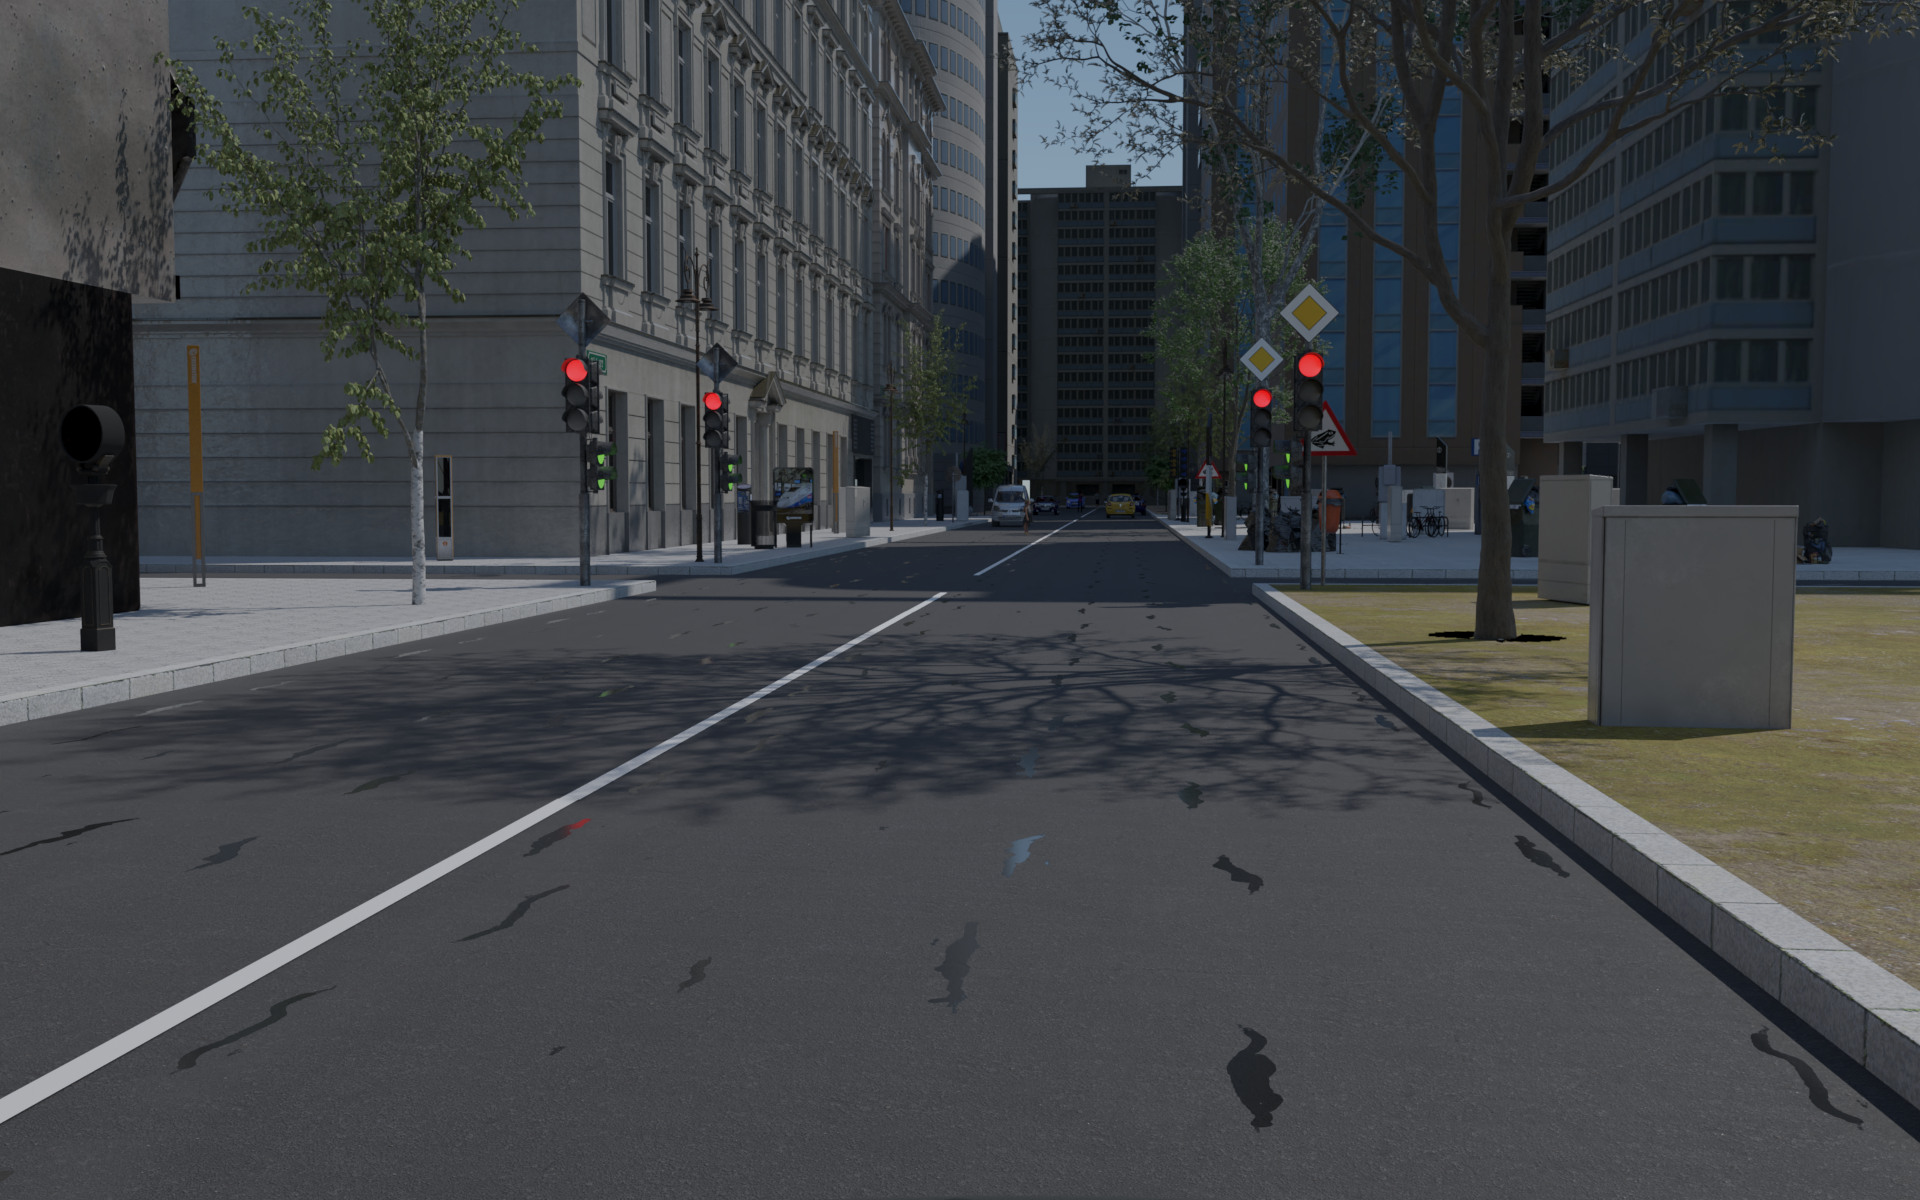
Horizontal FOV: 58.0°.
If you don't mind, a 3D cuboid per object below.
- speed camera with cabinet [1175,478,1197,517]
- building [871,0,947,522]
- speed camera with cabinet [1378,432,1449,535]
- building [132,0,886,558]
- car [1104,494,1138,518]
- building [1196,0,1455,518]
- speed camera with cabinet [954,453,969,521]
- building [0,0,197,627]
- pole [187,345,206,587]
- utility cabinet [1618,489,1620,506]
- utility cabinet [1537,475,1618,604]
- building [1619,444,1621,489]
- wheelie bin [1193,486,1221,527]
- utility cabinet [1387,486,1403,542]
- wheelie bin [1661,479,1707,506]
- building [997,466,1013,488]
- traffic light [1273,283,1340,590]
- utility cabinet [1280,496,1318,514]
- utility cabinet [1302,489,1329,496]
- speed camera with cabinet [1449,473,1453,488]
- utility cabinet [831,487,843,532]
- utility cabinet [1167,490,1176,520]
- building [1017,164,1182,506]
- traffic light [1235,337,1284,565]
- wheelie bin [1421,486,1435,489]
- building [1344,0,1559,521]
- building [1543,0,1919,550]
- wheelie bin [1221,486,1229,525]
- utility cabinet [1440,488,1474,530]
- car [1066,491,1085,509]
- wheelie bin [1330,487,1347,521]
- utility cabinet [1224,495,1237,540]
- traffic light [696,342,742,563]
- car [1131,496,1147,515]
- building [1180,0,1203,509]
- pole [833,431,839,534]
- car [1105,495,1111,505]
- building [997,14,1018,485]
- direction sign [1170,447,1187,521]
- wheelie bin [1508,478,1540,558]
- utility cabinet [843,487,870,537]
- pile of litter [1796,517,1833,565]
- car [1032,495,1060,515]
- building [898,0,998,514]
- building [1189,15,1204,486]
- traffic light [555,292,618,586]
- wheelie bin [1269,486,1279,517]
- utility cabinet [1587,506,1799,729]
[{"bbox_3d":[13.252,-6.393,98.857,0.660,3.252,2.038,-3,5,-42],"label":"speed camera with cabinet"},{"bbox_3d":[-8.674,-18.483,89.582,14.401,28.519,23.554,0,4,5],"label":"building"},{"bbox_3d":[14.328,-3.704,54.896,2.038,3.252,0.660,1,4,16],"label":"speed camera with cabinet"},{"bbox_3d":[-13.407,-17.104,56.058,17.030,29.872,44.131,0,4,5],"label":"building"},{"bbox_3d":[9.592,-5.695,103.340,2.015,1.641,3.980,0,4,6],"label":"car"},{"bbox_3d":[22.871,-28.241,111.855,14.600,45.320,14.200,0,4,5],"label":"building"},{"bbox_3d":[0.069,-5.390,82.466,0.660,3.252,2.038,0,4,-4],"label":"speed camera with cabinet"},{"bbox_3d":[-17.796,-8.969,14.097,16.811,18.784,16.820,0,4,5],"label":"building"},{"bbox_3d":[-10.522,-1.836,23.858,0.158,3.312,0.155,0,3,0],"label":"pole"},{"bbox_3d":[25.964,-3.690,69.008,0.318,1.500,1.173,-2,4,-33],"label":"utility cabinet"},{"bbox_3d":[7.252,-0.718,20.420,0.318,1.500,1.173,-1,4,-9],"label":"utility cabinet"},{"bbox_3d":[61.659,-44.422,164.556,20.611,71.187,20.563,0,4,5],"label":"building"},{"bbox_3d":[9.611,-3.662,67.779,0.980,1.594,0.693,1,4,12],"label":"wheelie bin"},{"bbox_3d":[11.673,-2.311,46.469,0.318,1.500,1.173,1,4,9],"label":"utility cabinet"},{"bbox_3d":[15.099,-1.731,36.214,0.980,1.594,0.693,-2,4,-28],"label":"wheelie bin"},{"bbox_3d":[-6.021,-43.244,145.289,20.563,71.187,20.611,0,4,5],"label":"building"},{"bbox_3d":[4.638,-2.098,23.222,0.839,4.253,0.868,0,4,5],"label":"traffic light"},{"bbox_3d":[9.237,-2.201,47.140,1.020,1.237,0.306,1,4,12],"label":"utility cabinet"},{"bbox_3d":[16.392,-4.361,79.976,1.173,1.500,0.318,2,4,30],"label":"utility cabinet"},{"bbox_3d":[19.050,-4.671,70.714,2.038,3.252,0.660,0,4,-2],"label":"speed camera with cabinet"},{"bbox_3d":[-3.735,-3.001,57.744,1.173,1.500,0.318,-3,5,-40],"label":"utility cabinet"},{"bbox_3d":[10.452,-4.699,85.501,0.318,1.500,1.173,0,4,0],"label":"utility cabinet"},{"bbox_3d":[17.591,-31.508,207.037,23.993,40.220,32.217,0,4,5],"label":"building"},{"bbox_3d":[5.388,-2.584,31.172,0.839,4.253,0.868,0,4,5],"label":"traffic light"},{"bbox_3d":[18.366,-3.686,68.178,0.980,1.594,0.693,-2,4,-28],"label":"wheelie bin"},{"bbox_3d":[23.033,-26.786,88.060,14.600,45.320,14.200,0,4,5],"label":"building"},{"bbox_3d":[30.165,-21.668,46.146,23.993,40.220,32.217,0,4,5],"label":"building"},{"bbox_3d":[10.814,-3.846,70.793,0.980,1.594,0.693,-3,4,-38],"label":"wheelie bin"},{"bbox_3d":[17.620,-3.230,61.487,1.173,1.500,0.318,3,4,39],"label":"utility cabinet"},{"bbox_3d":[11.363,-9.817,170.099,1.945,1.707,3.694,0,4,7],"label":"car"},{"bbox_3d":[17.741,-4.499,81.459,0.980,1.594,0.693,-1,4,-21],"label":"wheelie bin"},{"bbox_3d":[7.558,-2.277,48.384,0.306,1.237,1.020,0,4,5],"label":"utility cabinet"},{"bbox_3d":[-4.481,-2.640,32.084,0.839,4.253,0.868,0,4,5],"label":"traffic light"},{"bbox_3d":[11.711,-6.407,117.341,1.945,1.354,3.894,0,4,4],"label":"car"},{"bbox_3d":[31.417,-37.953,162.536,21.231,58.520,28.212,0,4,5],"label":"building"},{"bbox_3d":[-4.019,-3.805,56.054,0.158,3.312,0.155,0,3,0],"label":"pole"},{"bbox_3d":[12.882,-7.976,142.416,2.014,1.417,4.499,0,4,7],"label":"car"},{"bbox_3d":[-5.468,-33.459,170.751,21.600,48.544,21.300,0,4,5],"label":"building"},{"bbox_3d":[10.518,-5.594,83.462,0.876,3.537,0.379,2,4,26],"label":"direction sign"},{"bbox_3d":[11.470,-1.675,35.294,0.693,1.594,0.980,-1,4,-22],"label":"wheelie bin"},{"bbox_3d":[-3.008,-2.605,51.275,0.318,1.500,1.173,1,4,19],"label":"utility cabinet"},{"bbox_3d":[15.601,-1.112,32.145,1.719,0.858,1.176,-3,5,-43],"label":"pile of litter"},{"bbox_3d":[5.919,-6.518,119.145,1.945,1.354,3.894,0,4,5],"label":"car"},{"bbox_3d":[-8.859,-35.424,121.173,21.231,58.520,28.212,0,4,5],"label":"building"},{"bbox_3d":[29.856,-31.435,133.563,23.786,49.044,30.456,0,4,5],"label":"building"},{"bbox_3d":[-5.231,-2.154,24.134,0.839,4.253,0.868,0,4,5],"label":"traffic light"},{"bbox_3d":[12.036,-3.649,67.569,0.693,1.594,0.980,2,4,27],"label":"wheelie bin"},{"bbox_3d":[4.052,0.094,9.618,1.020,1.237,0.306,0,4,8],"label":"utility cabinet"}]
